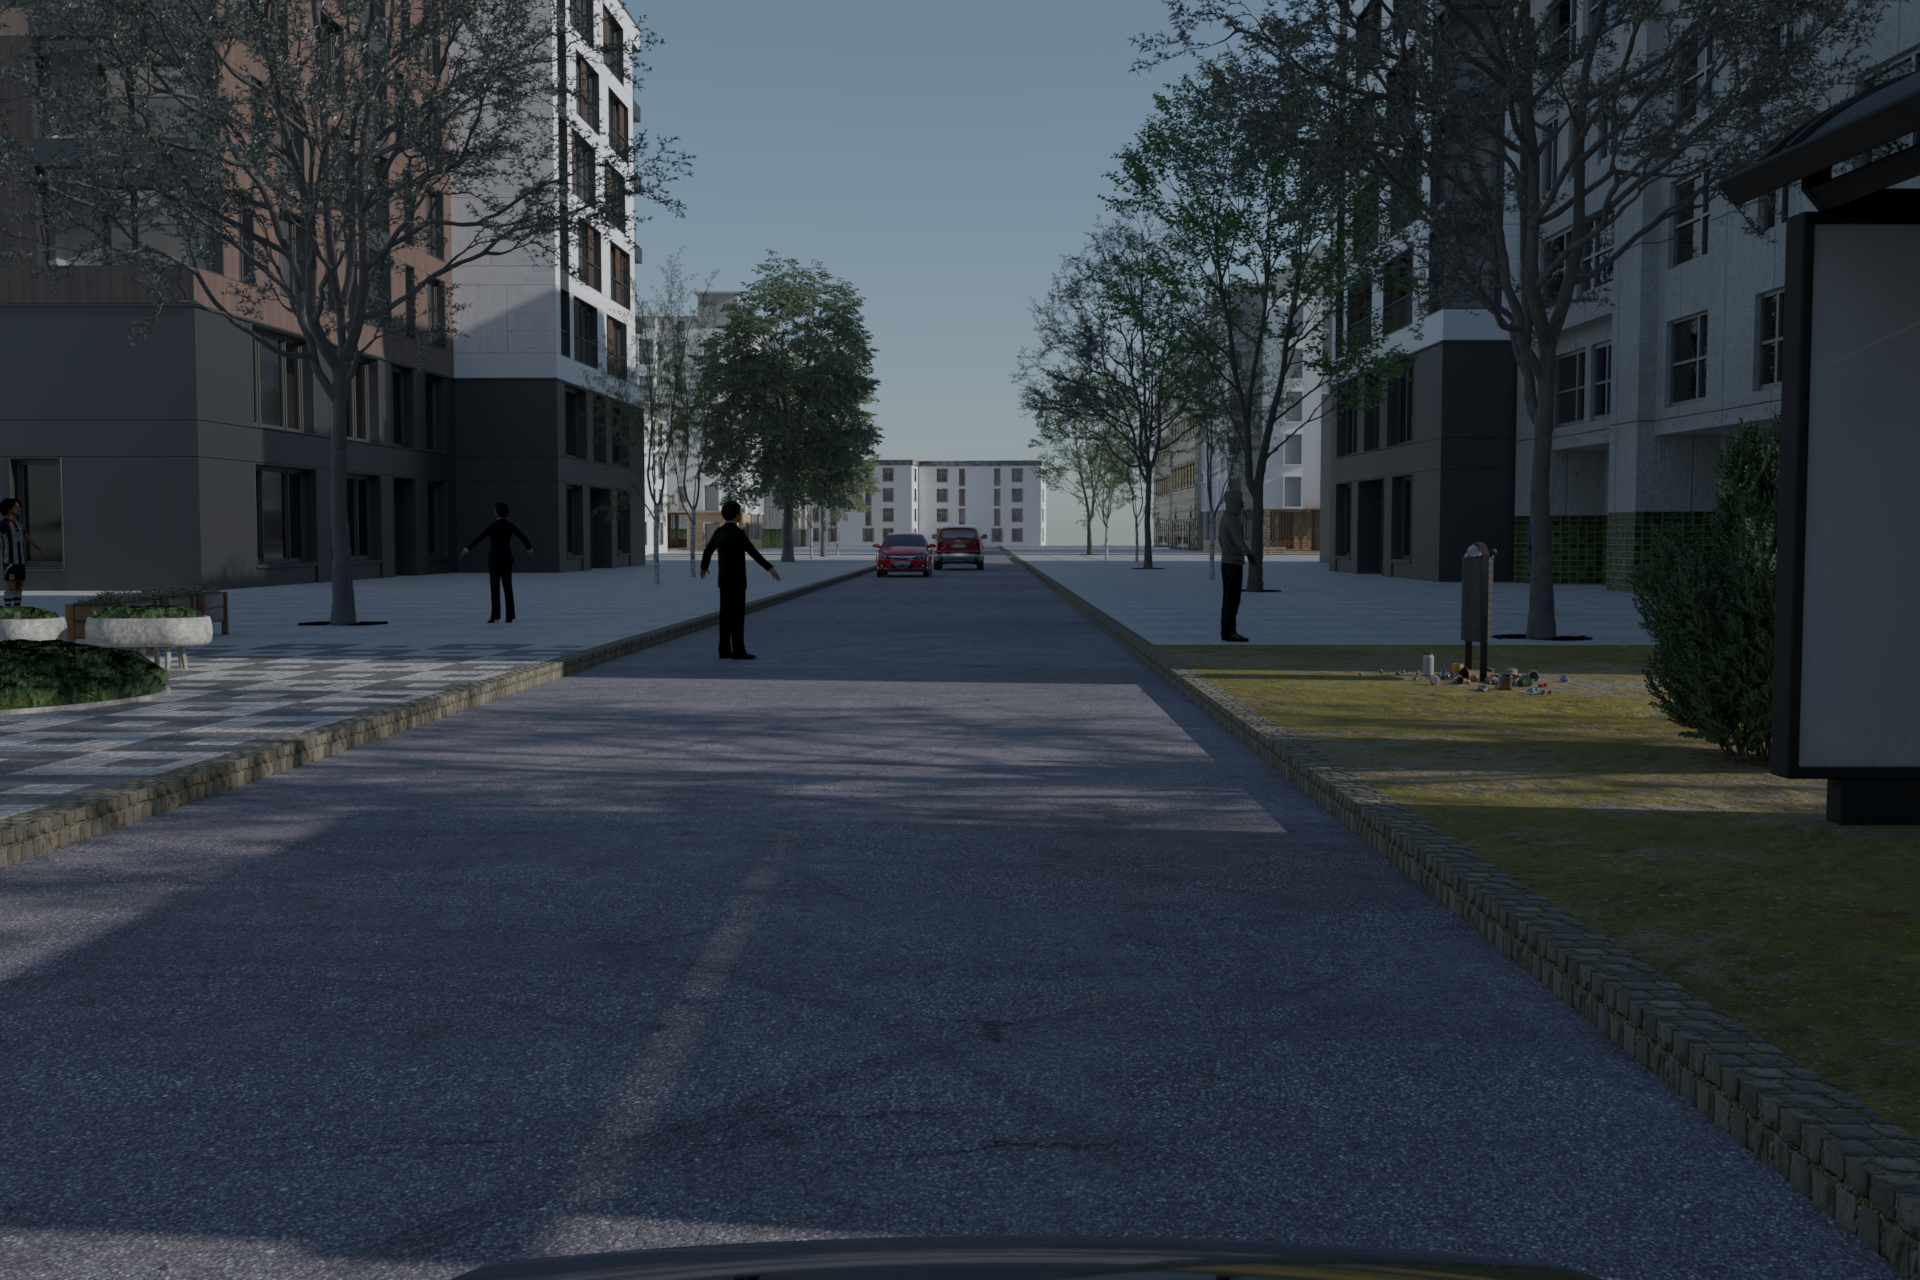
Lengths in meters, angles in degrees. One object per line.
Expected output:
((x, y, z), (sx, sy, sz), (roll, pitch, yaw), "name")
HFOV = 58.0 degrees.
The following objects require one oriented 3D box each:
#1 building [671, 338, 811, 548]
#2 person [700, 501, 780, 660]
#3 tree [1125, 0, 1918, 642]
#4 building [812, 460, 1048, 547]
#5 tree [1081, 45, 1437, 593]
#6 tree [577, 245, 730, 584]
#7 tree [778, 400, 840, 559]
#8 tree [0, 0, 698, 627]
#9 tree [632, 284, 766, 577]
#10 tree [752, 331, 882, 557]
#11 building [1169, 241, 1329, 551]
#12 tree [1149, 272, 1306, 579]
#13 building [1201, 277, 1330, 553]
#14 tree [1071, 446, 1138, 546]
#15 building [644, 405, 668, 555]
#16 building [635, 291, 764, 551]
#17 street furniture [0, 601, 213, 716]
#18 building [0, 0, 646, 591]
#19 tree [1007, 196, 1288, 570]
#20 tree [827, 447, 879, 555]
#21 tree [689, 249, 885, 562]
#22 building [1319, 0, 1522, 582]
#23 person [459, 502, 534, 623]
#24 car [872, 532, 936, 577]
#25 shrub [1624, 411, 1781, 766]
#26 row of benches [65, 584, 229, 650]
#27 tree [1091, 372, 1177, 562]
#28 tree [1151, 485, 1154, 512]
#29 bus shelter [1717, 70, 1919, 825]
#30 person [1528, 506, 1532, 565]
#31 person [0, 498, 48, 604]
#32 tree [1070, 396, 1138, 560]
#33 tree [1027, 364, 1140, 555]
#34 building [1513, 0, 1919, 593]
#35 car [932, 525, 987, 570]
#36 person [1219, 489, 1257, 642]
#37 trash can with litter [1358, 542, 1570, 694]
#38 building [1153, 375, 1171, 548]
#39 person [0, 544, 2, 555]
((-24.376, -18.678, 171.840), (16.747, 18.905, 31.486), (0, 3, 0), "building")
((-2.586, -0.686, 19.857), (1.347, 1.806, 0.705), (3, 5, 42), "person")
((7.030, -6.757, 20.855), (12.009, 13.543, 11.850), (0, 3, 0), "tree")
((-4.566, -15.381, 196.083), (28.070, 9.664, 9.099), (1, 4, 9), "building")
((6.529, -6.866, 38.010), (9.928, 11.665, 9.643), (0, 3, 0), "tree")
((-7.795, -5.739, 44.190), (4.360, 8.622, 3.978), (0, 3, 0), "tree")
((-7.646, -8.490, 89.172), (4.737, 8.622, 4.395), (0, 3, 0), "tree")
((-8.774, -6.958, 24.136), (12.009, 13.543, 11.850), (0, 3, 0), "tree")
((-8.048, -6.177, 51.359), (4.360, 8.622, 3.978), (0, 3, 0), "tree")
((-8.103, -10.960, 97.321), (7.486, 12.596, 7.792), (0, 3, 0), "tree")
((27.190, -18.865, 139.368), (19.493, 23.208, 18.063), (0, 4, 1), "building")
((6.961, -6.032, 48.979), (4.360, 8.622, 3.978), (0, 3, 0), "tree")
((23.073, -16.596, 127.764), (16.016, 20.090, 11.380), (0, 4, 0), "building")
((15.965, -16.173, 190.178), (9.928, 11.665, 9.643), (0, 3, 0), "tree")
((-24.685, -10.865, 119.794), (9.099, 9.664, 28.070), (0, 3, 0), "building")
((-22.104, -17.122, 136.371), (16.016, 20.090, 11.380), (0, 4, 1), "building")
((-11.306, 0.102, 13.966), (10.072, 0.657, 5.734), (0, 4, -3), "street furniture")
((-27.196, -12.890, 54.720), (27.936, 21.610, 32.646), (0, 4, 1), "building")
((6.831, -9.337, 63.024), (12.009, 13.543, 11.850), (0, 3, 0), "tree")
((-7.627, -9.442, 104.732), (4.360, 8.622, 3.978), (0, 3, 0), "tree")
((-7.847, -10.561, 79.324), (9.857, 13.997, 8.962), (0, 3, 0), "tree")
((26.757, -13.318, 61.722), (27.936, 21.610, 32.646), (0, 4, 0), "building")
((-6.680, -1.121, 25.054), (0.721, 1.740, 1.216), (3, 5, 44), "person")
((-1.877, -3.056, 58.999), (2.155, 1.783, 4.494), (0, 4, 1), "car")
((4.626, -0.328, 9.790), (1.690, 2.028, 1.600), (0, 3, 0), "shrub")
((-9.357, -0.281, 20.064), (1.422, 0.672, 4.104), (-1, 4, -8), "row of benches")
((8.105, -7.820, 78.227), (4.360, 8.622, 3.978), (0, 3, 0), "tree")
((24.158, -15.044, 196.331), (4.360, 8.622, 3.978), (0, 3, 0), "tree")
((4.419, -0.683, 5.092), (2.014, 3.302, 5.546), (0, 4, 0), "bus shelter")
((9.106, -1.287, 27.176), (0.704, 1.817, 1.347), (1, 4, 20), "person")
((-14.232, -1.220, 26.091), (0.704, 1.843, 1.345), (0, 4, 3), "person")
((7.233, -8.279, 85.717), (4.360, 8.622, 3.978), (0, 3, 0), "tree")
((7.933, -10.987, 105.399), (9.928, 11.665, 9.643), (0, 3, 0), "tree")
((22.903, -9.978, 29.598), (16.747, 18.905, 31.486), (0, 4, 1), "building")
((-0.028, -3.778, 70.451), (2.281, 1.827, 5.304), (0, 4, 1), "car")
((3.286, -0.892, 20.717), (0.705, 1.813, 1.348), (0, 4, -4), "person")
((4.434, -0.233, 14.868), (1.678, 1.210, 2.233), (0, 4, 2), "trash can with litter")
((29.070, -20.646, 168.483), (19.493, 23.208, 18.063), (0, 4, 1), "building")
((-16.704, -1.439, 29.797), (0.705, 1.796, 1.348), (-3, 5, -43), "person")
